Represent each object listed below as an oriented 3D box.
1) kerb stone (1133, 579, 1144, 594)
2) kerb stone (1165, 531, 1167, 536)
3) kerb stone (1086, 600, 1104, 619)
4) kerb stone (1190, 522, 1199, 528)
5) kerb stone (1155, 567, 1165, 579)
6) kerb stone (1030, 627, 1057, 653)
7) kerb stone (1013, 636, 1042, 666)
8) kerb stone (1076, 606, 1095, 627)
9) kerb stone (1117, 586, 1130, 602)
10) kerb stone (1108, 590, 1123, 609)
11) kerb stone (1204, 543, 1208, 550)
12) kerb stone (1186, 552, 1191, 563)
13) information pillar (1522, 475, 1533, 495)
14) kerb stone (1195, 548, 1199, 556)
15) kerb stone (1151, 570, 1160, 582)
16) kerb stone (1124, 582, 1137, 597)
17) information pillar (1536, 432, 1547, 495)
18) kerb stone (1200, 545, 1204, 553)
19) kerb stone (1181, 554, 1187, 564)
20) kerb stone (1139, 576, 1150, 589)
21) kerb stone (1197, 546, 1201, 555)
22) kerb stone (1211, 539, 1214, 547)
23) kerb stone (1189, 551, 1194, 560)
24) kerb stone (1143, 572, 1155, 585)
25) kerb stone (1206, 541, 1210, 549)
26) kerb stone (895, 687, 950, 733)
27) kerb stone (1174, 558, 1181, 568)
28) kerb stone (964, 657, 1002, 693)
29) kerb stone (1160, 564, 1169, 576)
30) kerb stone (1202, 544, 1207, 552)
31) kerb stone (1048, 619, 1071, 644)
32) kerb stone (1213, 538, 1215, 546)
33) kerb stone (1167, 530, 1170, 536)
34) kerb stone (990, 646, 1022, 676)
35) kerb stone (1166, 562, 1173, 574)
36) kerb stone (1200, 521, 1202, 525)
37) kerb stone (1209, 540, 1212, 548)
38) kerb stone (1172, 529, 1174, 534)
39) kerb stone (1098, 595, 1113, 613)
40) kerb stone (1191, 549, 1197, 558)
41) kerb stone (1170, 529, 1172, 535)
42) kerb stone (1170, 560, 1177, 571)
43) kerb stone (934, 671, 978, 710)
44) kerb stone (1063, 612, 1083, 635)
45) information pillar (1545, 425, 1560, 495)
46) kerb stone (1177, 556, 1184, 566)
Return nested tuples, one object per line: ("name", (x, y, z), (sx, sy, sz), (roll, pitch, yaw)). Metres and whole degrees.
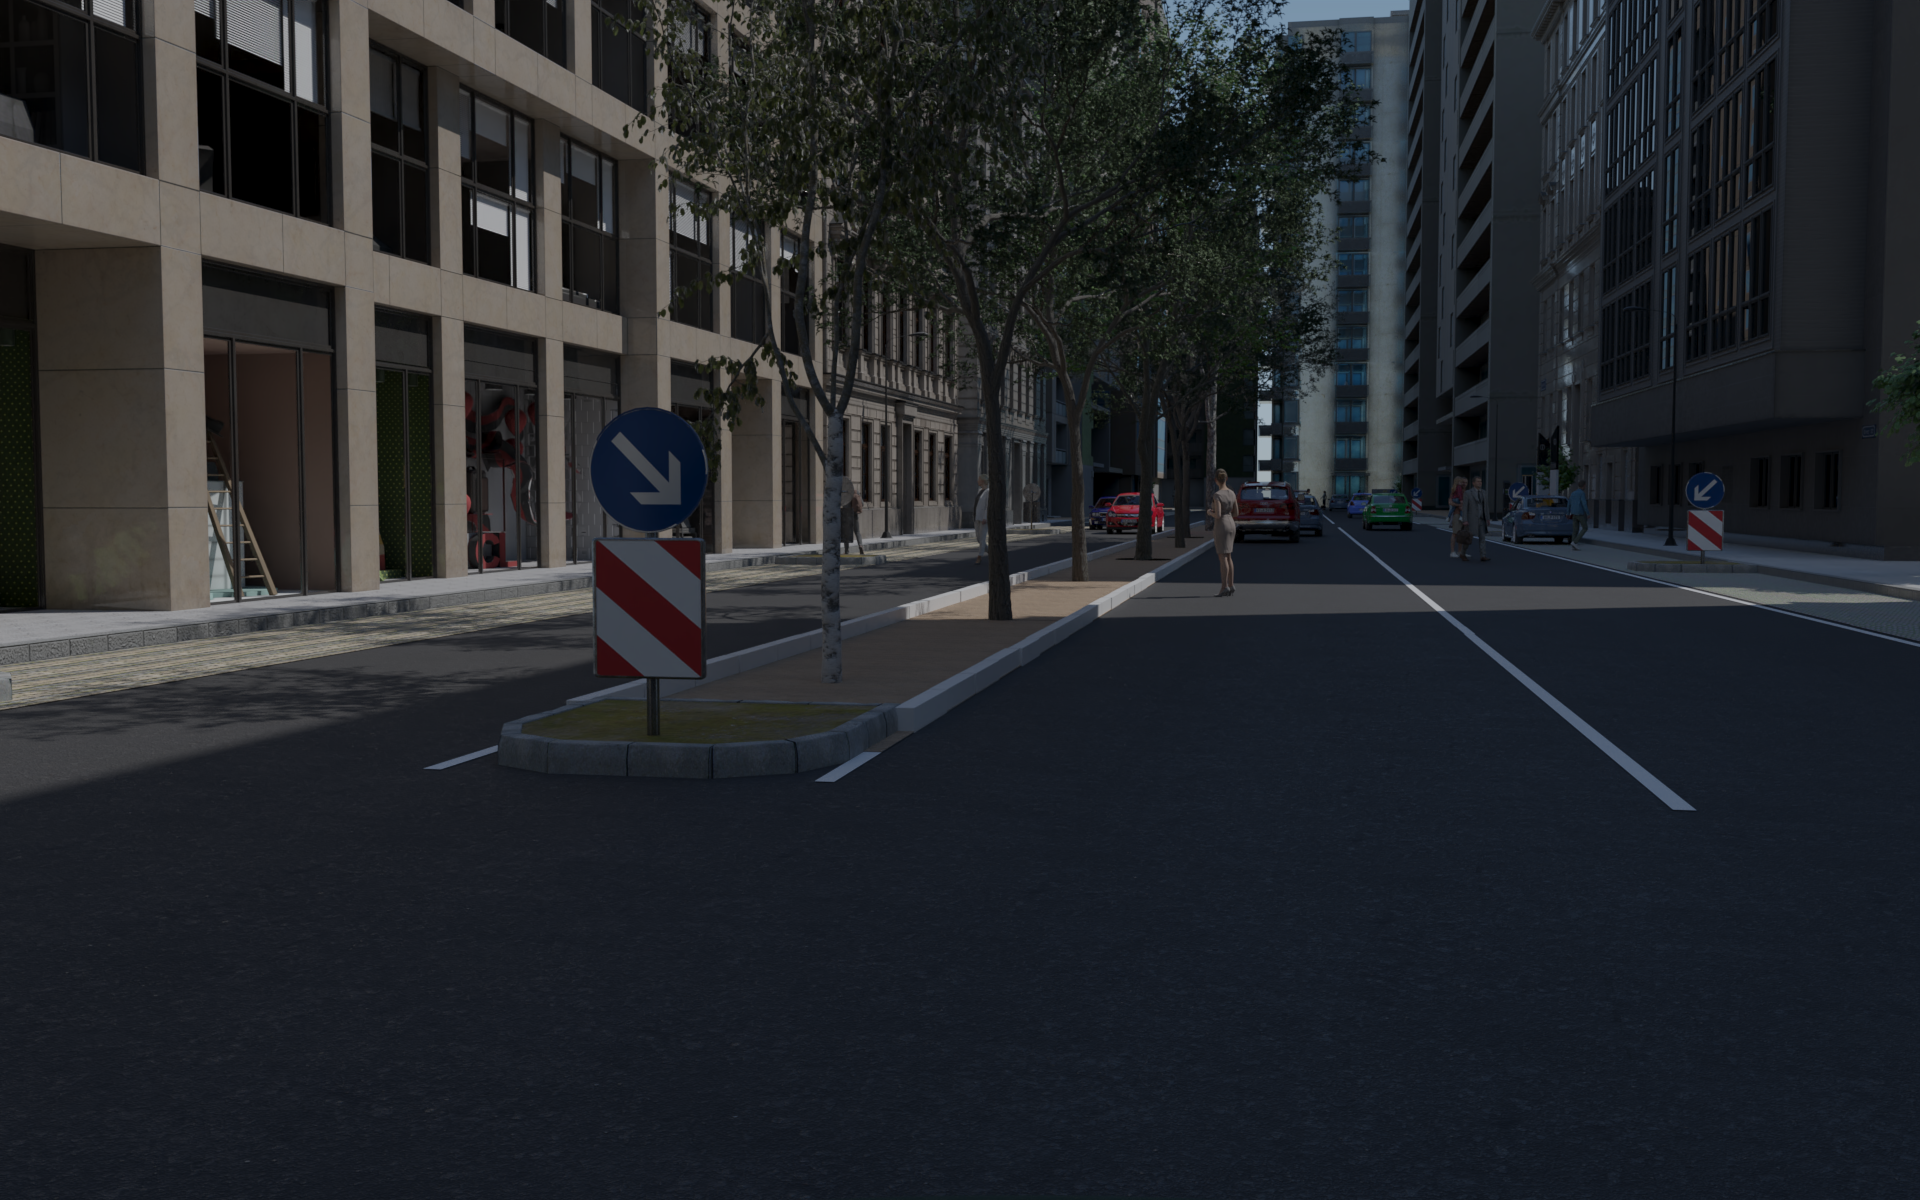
("kerb stone", (2.509, -0.169, 24.991), (0.120, 0.150, 1.000), (1, 4, 11))
("kerb stone", (6.712, -2.163, 57.562), (0.120, 0.150, 1.000), (1, 4, 11))
("kerb stone", (1.519, 0.137, 19.958), (0.120, 0.150, 1.000), (1, 4, 11))
("kerb stone", (10.249, -3.272, 75.700), (0.120, 0.150, 1.000), (1, 4, 11))
("kerb stone", (3.286, -0.416, 29.006), (0.120, 0.150, 1.000), (1, 4, 11))
("kerb stone", (0.738, 0.384, 15.919), (0.120, 0.150, 1.000), (1, 4, 11))
("kerb stone", (0.556, 0.446, 14.910), (0.120, 0.150, 1.000), (1, 4, 11))
("kerb stone", (1.328, 0.199, 18.940), (0.120, 0.150, 1.000), (1, 4, 11))
("kerb stone", (2.111, -0.048, 22.981), (0.120, 0.150, 1.000), (1, 4, 11))
("kerb stone", (1.920, 0.014, 21.966), (0.120, 0.150, 1.000), (1, 4, 11))
("kerb stone", (6.032, -1.278, 43.084), (0.120, 0.150, 1.000), (1, 4, 11))
("kerb stone", (4.659, -0.846, 36.033), (0.120, 0.150, 1.000), (1, 4, 11))
("information pillar", (21.952, -3.826, 67.053), (0.304, 2.012, 0.304), (0, 4, -3))
("kerb stone", (5.248, -1.028, 39.059), (0.120, 0.150, 1.000), (1, 4, 11))
("kerb stone", (3.088, -0.355, 28.003), (0.120, 0.150, 1.000), (1, 4, 11))
("kerb stone", (2.307, -0.109, 23.985), (0.120, 0.150, 1.000), (1, 4, 11))
("information pillar", (22.159, -4.554, 65.817), (0.504, 3.616, 0.183), (-1, 4, -15))
("kerb stone", (5.641, -1.154, 41.070), (0.120, 0.150, 1.000), (1, 4, 11))
("kerb stone", (4.455, -0.785, 35.031), (0.120, 0.150, 1.000), (1, 4, 11))
("kerb stone", (2.706, -0.228, 25.994), (0.120, 0.150, 1.000), (1, 4, 11))
("kerb stone", (5.438, -1.093, 40.068), (0.120, 0.150, 1.000), (1, 4, 11))
("kerb stone", (6.616, -1.462, 46.121), (0.120, 0.150, 1.000), (1, 4, 11))
("kerb stone", (4.860, -0.905, 37.045), (0.120, 0.150, 1.000), (1, 4, 11))
("kerb stone", (2.892, -0.294, 26.999), (0.120, 0.150, 1.000), (1, 4, 11))
("kerb stone", (6.224, -1.340, 44.099), (0.120, 0.150, 1.000), (1, 4, 11))
("kerb stone", (-0.239, 0.692, 10.883), (0.120, 0.150, 1.000), (1, 4, 11))
("kerb stone", (4.075, -0.662, 33.022), (0.120, 0.150, 1.000), (1, 4, 11))
("kerb stone", (0.151, 0.569, 12.892), (0.120, 0.150, 1.000), (1, 4, 11))
("kerb stone", (3.485, -0.478, 30.009), (0.120, 0.150, 1.000), (1, 4, 11))
("kerb stone", (5.845, -1.216, 42.079), (0.120, 0.150, 1.000), (1, 4, 11))
("kerb stone", (0.939, 0.322, 16.930), (0.120, 0.150, 1.000), (1, 4, 11))
("kerb stone", (6.824, -1.521, 47.122), (0.120, 0.150, 1.000), (1, 4, 11))
("kerb stone", (6.906, -2.222, 58.566), (0.120, 0.150, 1.000), (1, 4, 11))
("kerb stone", (0.339, 0.507, 13.901), (0.120, 0.150, 1.000), (1, 4, 11))
("kerb stone", (3.677, -0.539, 31.013), (0.120, 0.150, 1.000), (1, 4, 11))
("kerb stone", (10.643, -3.393, 77.711), (0.120, 0.150, 1.000), (1, 4, 11))
("kerb stone", (6.417, -1.401, 45.103), (0.120, 0.150, 1.000), (1, 4, 11))
("kerb stone", (7.302, -2.348, 60.588), (0.120, 0.150, 1.000), (1, 4, 11))
("kerb stone", (1.714, 0.075, 20.965), (0.120, 0.150, 1.000), (1, 4, 11))
("kerb stone", (5.055, -0.967, 38.049), (0.120, 0.150, 1.000), (1, 4, 11))
("kerb stone", (7.096, -2.286, 59.578), (0.120, 0.150, 1.000), (1, 4, 11))
("kerb stone", (3.874, -0.601, 32.019), (0.120, 0.150, 1.000), (1, 4, 11))
("kerb stone", (-0.047, 0.630, 11.887), (0.120, 0.150, 1.000), (1, 4, 11))
("kerb stone", (1.131, 0.263, 17.937), (0.120, 0.150, 1.000), (1, 4, 11))
("information pillar", (20.339, -4.153, 59.263), (0.183, 3.616, 0.504), (0, 4, -6))
("kerb stone", (4.267, -0.724, 34.026), (0.120, 0.150, 1.000), (1, 4, 11))
